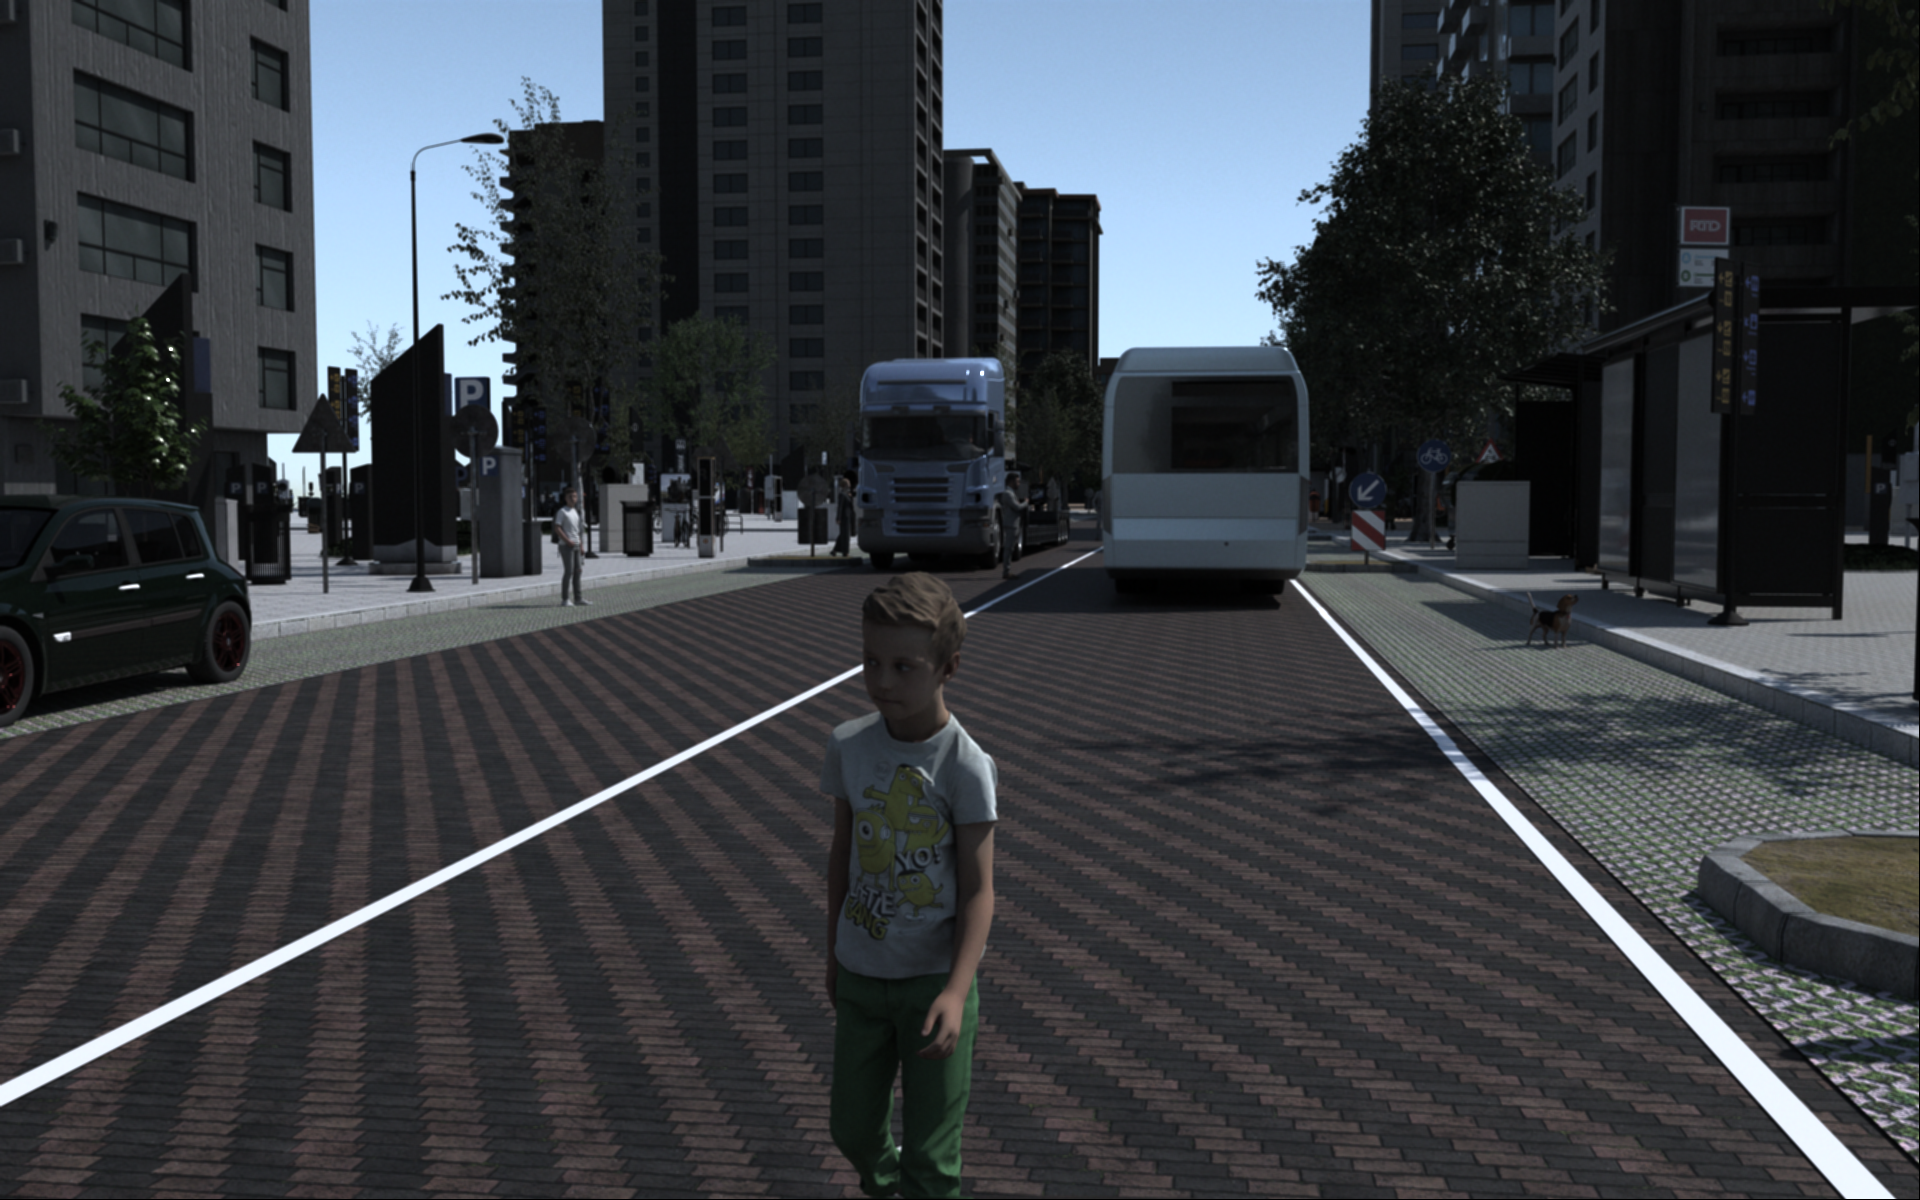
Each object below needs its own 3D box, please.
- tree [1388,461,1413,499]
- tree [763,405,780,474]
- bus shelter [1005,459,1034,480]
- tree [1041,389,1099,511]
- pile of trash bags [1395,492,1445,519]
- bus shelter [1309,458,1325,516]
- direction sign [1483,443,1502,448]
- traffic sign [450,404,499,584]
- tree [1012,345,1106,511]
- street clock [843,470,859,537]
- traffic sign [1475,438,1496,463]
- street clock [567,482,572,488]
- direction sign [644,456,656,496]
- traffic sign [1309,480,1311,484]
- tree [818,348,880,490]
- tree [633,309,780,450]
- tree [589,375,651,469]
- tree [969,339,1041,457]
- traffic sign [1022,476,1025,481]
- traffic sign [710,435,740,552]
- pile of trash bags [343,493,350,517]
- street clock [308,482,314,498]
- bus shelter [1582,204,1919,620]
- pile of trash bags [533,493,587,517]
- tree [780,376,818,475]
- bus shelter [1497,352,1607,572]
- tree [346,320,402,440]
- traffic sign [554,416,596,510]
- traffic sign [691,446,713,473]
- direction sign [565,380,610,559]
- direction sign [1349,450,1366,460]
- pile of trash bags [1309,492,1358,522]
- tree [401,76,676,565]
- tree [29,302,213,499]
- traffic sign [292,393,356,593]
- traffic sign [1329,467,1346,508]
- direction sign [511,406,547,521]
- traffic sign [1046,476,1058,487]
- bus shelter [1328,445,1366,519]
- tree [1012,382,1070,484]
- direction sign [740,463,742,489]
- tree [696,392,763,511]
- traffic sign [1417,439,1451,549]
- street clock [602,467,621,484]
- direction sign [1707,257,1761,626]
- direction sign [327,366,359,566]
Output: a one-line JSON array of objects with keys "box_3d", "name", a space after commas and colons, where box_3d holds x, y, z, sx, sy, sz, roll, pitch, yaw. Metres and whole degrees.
[{"box_3d": [25.530, -6.437, 99.848, 1.663, 3.219, 1.824, 0, 3, 0], "name": "tree"}, {"box_3d": [-15.885, -11.143, 132.557, 4.737, 8.622, 4.395, 0, 3, 0], "name": "tree"}, {"box_3d": [3.181, -6.731, 103.979, 2.014, 3.302, 5.546, 0, 4, 8], "name": "bus shelter"}, {"box_3d": [6.886, -10.422, 120.765, 4.737, 8.622, 4.395, 0, 3, 0], "name": "tree"}, {"box_3d": [24.410, -4.971, 91.033, 1.912, 1.369, 3.447, -2, 4, -25], "name": "pile of trash bags"}, {"box_3d": [20.566, -6.405, 98.646, 2.014, 3.302, 5.546, 1, 4, 8], "name": "bus shelter"}, {"box_3d": [23.703, -5.207, 77.124, 0.876, 3.537, 0.379, 1, 4, 17], "name": "direction sign"}, {"box_3d": [-6.901, -1.496, 24.574, 0.768, 2.556, 0.104, 1, 4, 15], "name": "traffic sign"}, {"box_3d": [8.166, -13.254, 133.713, 9.611, 12.733, 9.660, 0, 3, 0], "name": "tree"}, {"box_3d": [-3.251, -2.904, 52.048, 0.471, 2.002, 0.358, 2, 4, 26], "name": "street clock"}, {"box_3d": [12.281, -2.456, 40.154, 0.884, 2.594, 0.081, 1, 4, 14], "name": "traffic sign"}, {"box_3d": [-24.178, -6.311, 107.748, 0.358, 2.002, 0.471, 2, 4, 24], "name": "street clock"}, {"box_3d": [-18.552, -6.749, 102.337, 0.876, 3.537, 0.379, -1, 4, -15], "name": "direction sign"}, {"box_3d": [18.750, -5.788, 94.645, 0.884, 2.594, 0.081, 1, 4, 10], "name": "traffic sign"}, {"box_3d": [-4.868, -8.438, 88.316, 4.360, 8.622, 3.978, 0, 3, 0], "name": "tree"}, {"box_3d": [-14.136, -10.426, 96.217, 9.928, 11.665, 9.643, 0, 3, 0], "name": "tree"}, {"box_3d": [-20.725, -9.531, 106.199, 4.737, 8.622, 4.395, 0, 3, 0], "name": "tree"}, {"box_3d": [1.392, -8.071, 82.326, 4.737, 8.622, 4.395, 0, 3, 0], "name": "tree"}, {"box_3d": [3.780, -6.630, 108.411, 0.884, 2.594, 0.081, 1, 4, 17], "name": "traffic sign"}, {"box_3d": [-5.279, -2.342, 38.290, 0.884, 2.594, 0.081, 1, 4, 16], "name": "traffic sign"}, {"box_3d": [-31.807, -4.993, 91.381, 3.447, 1.369, 1.912, 1, 4, 10], "name": "pile of trash bags"}, {"box_3d": [-40.104, -6.268, 107.058, 0.358, 2.002, 0.471, -1, 4, -21], "name": "street clock"}, {"box_3d": [9.279, -2.700, 21.779, 2.179, 5.291, 8.768, 0, 4, 8], "name": "bus shelter"}, {"box_3d": [-22.518, -5.300, 96.409, 3.447, 1.369, 1.912, -1, 4, -20], "name": "pile of trash bags"}, {"box_3d": [-8.415, -9.403, 104.096, 4.360, 8.622, 3.978, 0, 3, 0], "name": "tree"}, {"box_3d": [11.159, -2.467, 31.620, 1.731, 3.624, 6.357, 1, 4, 8], "name": "bus shelter"}, {"box_3d": [-24.009, -7.529, 73.463, 4.360, 8.622, 3.978, 0, 3, 0], "name": "tree"}, {"box_3d": [-6.304, -1.725, 28.314, 0.768, 2.556, 0.104, 1, 4, 16], "name": "traffic sign"}, {"box_3d": [-6.760, -2.802, 45.915, 0.768, 2.556, 0.104, 1, 4, 8], "name": "traffic sign"}, {"box_3d": [-7.407, -2.601, 34.526, 0.876, 3.537, 0.379, 0, 4, 0], "name": "direction sign"}, {"box_3d": [20.398, -5.927, 88.896, 0.876, 3.537, 0.379, 1, 4, 16], "name": "direction sign"}, {"box_3d": [17.628, -4.246, 79.177, 3.447, 1.369, 1.912, 1, 4, 18], "name": "pile of trash bags"}, {"box_3d": [-6.893, -4.917, 30.761, 4.360, 8.622, 3.978, 0, 3, 0], "name": "tree"}, {"box_3d": [-8.079, -1.389, 17.309, 1.663, 3.219, 1.824, 0, 3, 0], "name": "tree"}, {"box_3d": [-8.222, -1.369, 22.382, 0.884, 2.594, 0.081, 1, 4, 9], "name": "traffic sign"}, {"box_3d": [17.605, -4.933, 80.760, 0.768, 2.556, 0.104, 1, 4, 13], "name": "traffic sign"}, {"box_3d": [-11.168, -3.238, 44.933, 0.876, 3.537, 0.379, -1, 4, -23], "name": "direction sign"}, {"box_3d": [6.674, -7.680, 125.577, 0.884, 2.594, 0.081, 1, 4, 18], "name": "traffic sign"}, {"box_3d": [18.805, -5.733, 85.020, 1.731, 3.624, 6.357, 0, 4, 8], "name": "bus shelter"}, {"box_3d": [5.205, -10.046, 114.613, 4.360, 8.622, 3.978, 0, 3, 0], "name": "tree"}, {"box_3d": [-16.219, -8.341, 128.379, 0.379, 3.537, 0.876, -1, 4, -18], "name": "direction sign"}, {"box_3d": [-17.440, -10.669, 124.807, 4.737, 8.622, 4.395, 0, 3, 0], "name": "tree"}, {"box_3d": [11.031, -2.461, 40.346, 0.768, 2.556, 0.104, 1, 4, 16], "name": "traffic sign"}, {"box_3d": [-9.182, -2.514, 45.666, 0.471, 2.002, 0.358, 2, 4, 30], "name": "street clock"}, {"box_3d": [7.550, -1.524, 16.915, 0.876, 3.537, 0.379, -3, 5, -40], "name": "direction sign"}, {"box_3d": [-11.068, -2.395, 31.158, 0.379, 3.537, 0.876, 1, 4, 14], "name": "direction sign"}]
